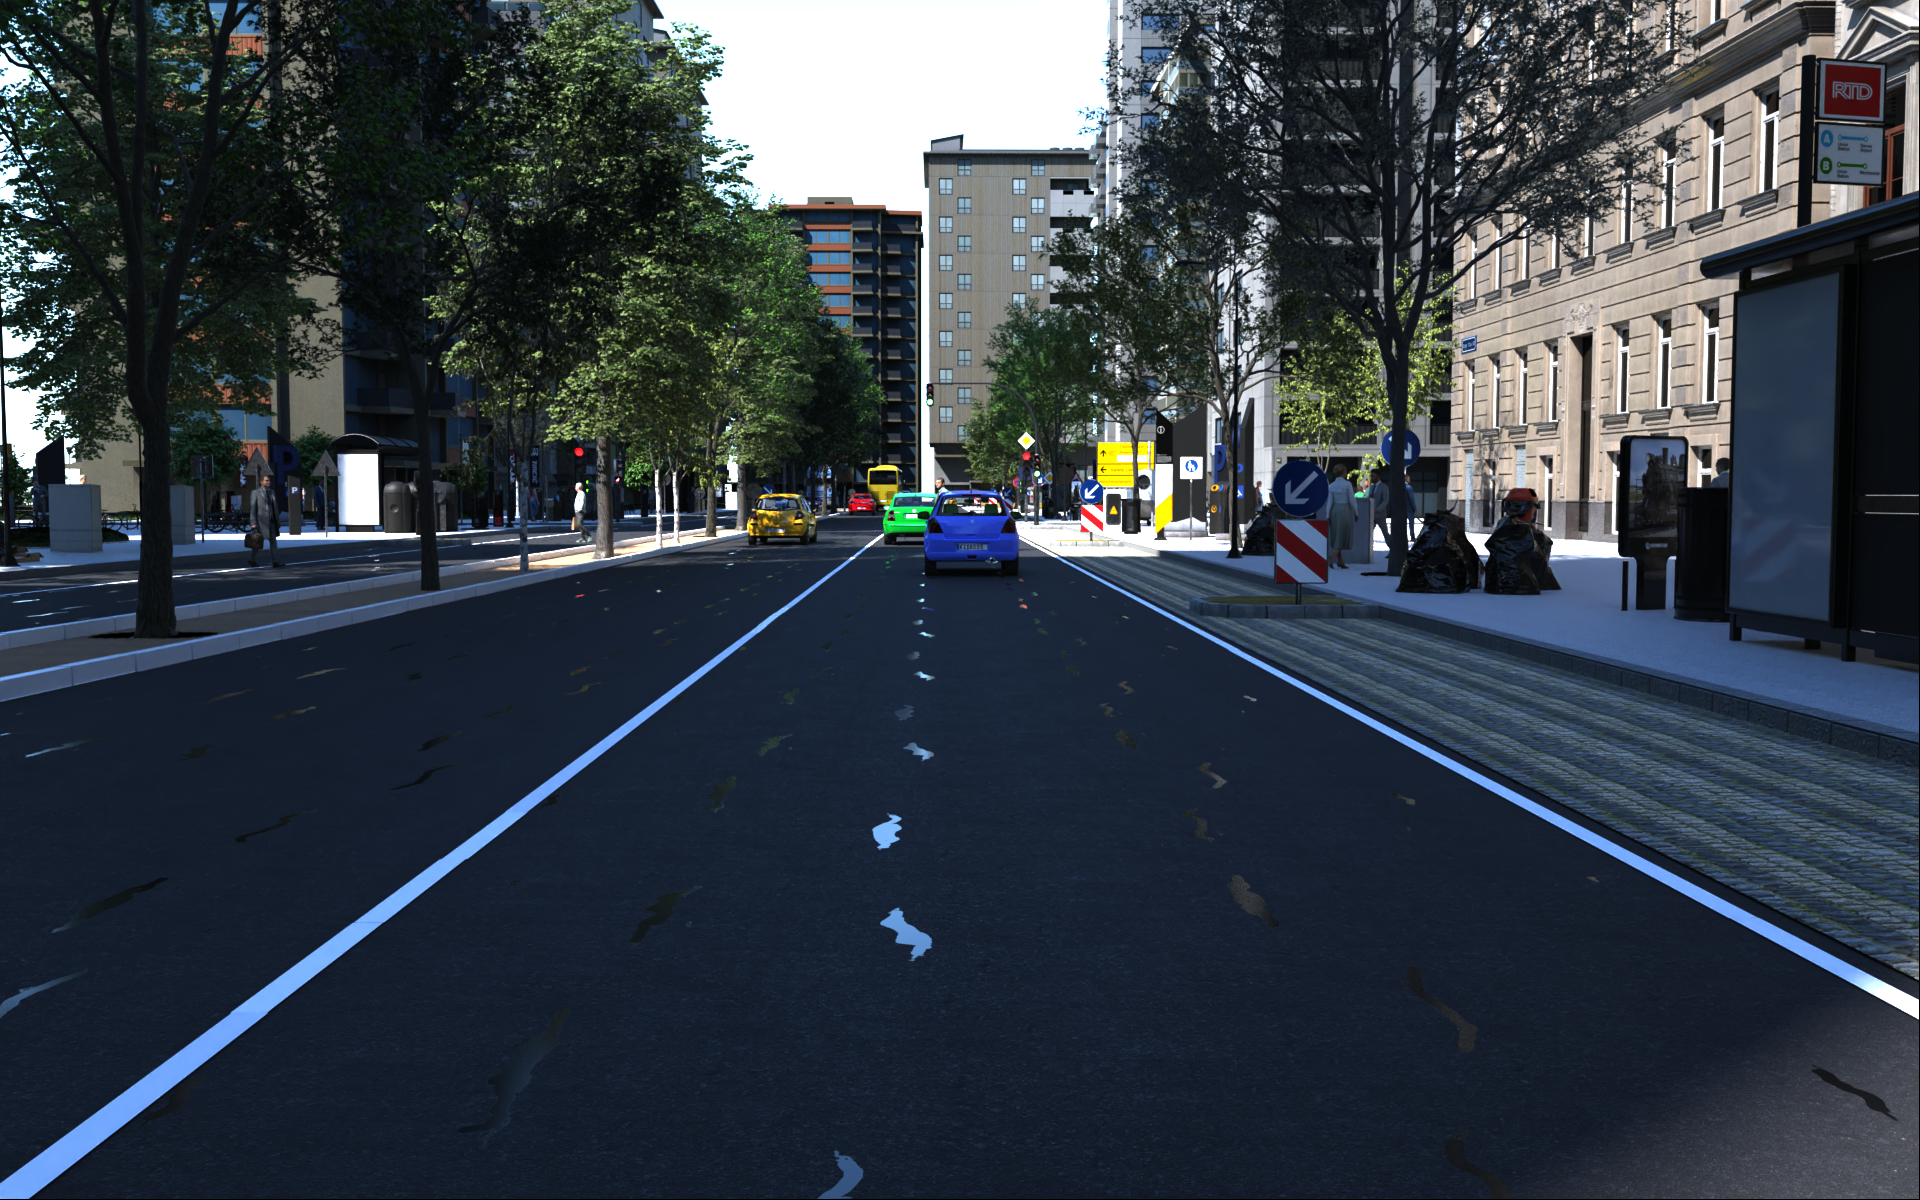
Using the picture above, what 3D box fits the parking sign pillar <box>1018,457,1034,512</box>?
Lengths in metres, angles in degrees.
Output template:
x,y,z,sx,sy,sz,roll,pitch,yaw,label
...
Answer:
x,y,z,sx,sy,sz,roll,pitch,yaw,label
4.866,-8.290,124.015,1.447,3.967,1.447,1,4,16,parking sign pillar

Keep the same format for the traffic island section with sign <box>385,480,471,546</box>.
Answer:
x,y,z,sx,sy,sz,roll,pitch,yaw,label
-14.782,-2.431,48.380,1.989,1.847,2.006,0,4,-1,traffic island section with sign

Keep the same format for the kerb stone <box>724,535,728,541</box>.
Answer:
x,y,z,sx,sy,sz,roll,pitch,yaw,label
-7.202,-1.845,52.361,0.120,0.150,1.000,0,4,-1,kerb stone

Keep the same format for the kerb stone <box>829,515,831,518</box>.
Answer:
x,y,z,sx,sy,sz,roll,pitch,yaw,label
-7.867,-4.889,102.133,0.120,0.150,1.000,0,4,-1,kerb stone

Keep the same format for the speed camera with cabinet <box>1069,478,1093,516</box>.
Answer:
x,y,z,sx,sy,sz,roll,pitch,yaw,label
7.250,-6.481,100.305,0.660,3.252,2.038,-3,5,-43,speed camera with cabinet

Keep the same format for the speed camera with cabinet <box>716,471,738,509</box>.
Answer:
x,y,z,sx,sy,sz,roll,pitch,yaw,label
-19.807,-9.306,146.488,2.038,3.252,0.660,0,4,6,speed camera with cabinet

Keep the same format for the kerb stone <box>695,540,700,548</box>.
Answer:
x,y,z,sx,sy,sz,roll,pitch,yaw,label
-7.123,-1.469,46.209,0.120,0.150,1.000,0,4,-1,kerb stone

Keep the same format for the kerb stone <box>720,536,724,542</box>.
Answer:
x,y,z,sx,sy,sz,roll,pitch,yaw,label
-7.189,-1.782,51.331,0.120,0.150,1.000,0,4,-1,kerb stone

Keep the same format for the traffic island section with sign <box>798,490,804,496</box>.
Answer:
x,y,z,sx,sy,sz,roll,pitch,yaw,label
-16.571,-10.540,180.949,1.989,1.847,2.006,0,4,-1,traffic island section with sign

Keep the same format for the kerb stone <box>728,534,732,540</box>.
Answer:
x,y,z,sx,sy,sz,roll,pitch,yaw,label
-7.227,-1.908,53.388,0.120,0.150,1.000,0,4,-1,kerb stone

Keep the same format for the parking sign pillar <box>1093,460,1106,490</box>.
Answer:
x,y,z,sx,sy,sz,roll,pitch,yaw,label
7.826,-6.646,97.128,1.447,3.967,1.447,-1,4,-10,parking sign pillar

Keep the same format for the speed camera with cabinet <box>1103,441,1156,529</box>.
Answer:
x,y,z,sx,sy,sz,roll,pitch,yaw,label
6.357,-4.294,64.536,2.038,3.252,0.660,2,4,34,speed camera with cabinet

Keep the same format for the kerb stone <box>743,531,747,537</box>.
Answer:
x,y,z,sx,sy,sz,roll,pitch,yaw,label
-7.271,-2.158,57.478,0.120,0.150,1.000,0,4,-1,kerb stone

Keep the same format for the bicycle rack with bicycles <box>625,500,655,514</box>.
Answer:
x,y,z,sx,sy,sz,roll,pitch,yaw,label
-20.658,-6.070,112.621,2.852,0.926,2.925,0,4,-6,bicycle rack with bicycles

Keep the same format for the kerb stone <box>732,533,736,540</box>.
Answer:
x,y,z,sx,sy,sz,roll,pitch,yaw,label
-7.229,-1.970,54.410,0.120,0.150,1.000,0,4,-1,kerb stone

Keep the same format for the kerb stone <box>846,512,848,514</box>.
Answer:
x,y,z,sx,sy,sz,roll,pitch,yaw,label
-8.132,-6.078,121.592,0.120,0.150,1.000,0,4,-1,kerb stone

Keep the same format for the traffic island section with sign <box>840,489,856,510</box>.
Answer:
x,y,z,sx,sy,sz,roll,pitch,yaw,label
-9.608,-8.878,153.299,2.006,1.907,1.989,0,4,-1,traffic island section with sign

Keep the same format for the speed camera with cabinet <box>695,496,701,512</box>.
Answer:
x,y,z,sx,sy,sz,roll,pitch,yaw,label
-19.671,-7.979,124.786,2.038,3.252,0.660,1,4,16,speed camera with cabinet

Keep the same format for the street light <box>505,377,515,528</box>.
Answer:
x,y,z,sx,sy,sz,roll,pitch,yaw,label
-16.665,-5.716,65.994,1.470,5.913,1.316,0,4,-1,street light

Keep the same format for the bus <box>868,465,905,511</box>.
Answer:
x,y,z,sx,sy,sz,roll,pitch,yaw,label
-6.274,-9.516,147.140,2.896,3.916,12.252,0,3,0,bus

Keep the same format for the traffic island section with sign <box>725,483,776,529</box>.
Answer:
x,y,z,sx,sy,sz,roll,pitch,yaw,label
-8.496,-3.830,70.761,2.006,1.907,1.989,0,4,-1,traffic island section with sign

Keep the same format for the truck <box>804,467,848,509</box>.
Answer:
x,y,z,sx,sy,sz,roll,pitch,yaw,label
-12.420,-10.665,164.133,2.967,4.110,18.799,0,4,1,truck

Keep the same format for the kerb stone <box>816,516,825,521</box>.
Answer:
x,y,z,sx,sy,sz,roll,pitch,yaw,label
-7.808,-4.576,97.013,0.120,0.150,1.000,0,4,-1,kerb stone

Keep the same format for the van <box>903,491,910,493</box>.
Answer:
x,y,z,sx,sy,sz,roll,pitch,yaw,label
-6.602,-12.185,206.235,2.013,2.044,4.112,0,4,-1,van

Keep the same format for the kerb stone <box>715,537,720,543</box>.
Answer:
x,y,z,sx,sy,sz,roll,pitch,yaw,label
-7.181,-1.715,50.309,0.120,0.150,1.000,0,4,-1,kerb stone

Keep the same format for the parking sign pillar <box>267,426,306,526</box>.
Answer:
x,y,z,sx,sy,sz,roll,pitch,yaw,label
-26.993,-4.943,69.298,1.447,3.967,1.447,2,4,31,parking sign pillar

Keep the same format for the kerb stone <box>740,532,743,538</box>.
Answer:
x,y,z,sx,sy,sz,roll,pitch,yaw,label
-7.260,-2.095,56.456,0.120,0.150,1.000,0,4,-1,kerb stone

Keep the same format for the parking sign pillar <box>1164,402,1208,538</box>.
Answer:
x,y,z,sx,sy,sz,roll,pitch,yaw,label
6.646,-3.843,51.301,1.447,3.967,1.447,1,4,11,parking sign pillar

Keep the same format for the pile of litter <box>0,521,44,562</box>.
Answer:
x,y,z,sx,sy,sz,roll,pitch,yaw,label
-18.063,-1.160,32.925,1.176,0.858,1.719,-1,4,-11,pile of litter

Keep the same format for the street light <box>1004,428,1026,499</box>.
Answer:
x,y,z,sx,sy,sz,roll,pitch,yaw,label
3.941,-8.868,117.527,1.470,5.913,1.316,0,4,-1,street light

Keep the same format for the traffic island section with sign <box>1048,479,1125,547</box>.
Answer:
x,y,z,sx,sy,sz,roll,pitch,yaw,label
3.450,-2.388,47.673,1.989,1.847,2.006,0,4,-1,traffic island section with sign

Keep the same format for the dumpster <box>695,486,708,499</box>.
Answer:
x,y,z,sx,sy,sz,roll,pitch,yaw,label
-21.656,-8.693,144.625,1.502,2.255,1.985,0,4,-1,dumpster

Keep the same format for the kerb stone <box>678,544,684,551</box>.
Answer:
x,y,z,sx,sy,sz,roll,pitch,yaw,label
-7.084,-1.281,43.140,0.120,0.150,1.000,0,4,-1,kerb stone

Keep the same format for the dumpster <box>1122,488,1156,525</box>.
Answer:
x,y,z,sx,sy,sz,roll,pitch,yaw,label
7.244,-3.928,69.985,1.264,1.857,1.865,0,4,-1,dumpster

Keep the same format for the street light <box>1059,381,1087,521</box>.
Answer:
x,y,z,sx,sy,sz,roll,pitch,yaw,label
4.559,-5.978,70.275,1.470,5.913,1.316,0,4,-1,street light

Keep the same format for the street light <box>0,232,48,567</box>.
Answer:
x,y,z,sx,sy,sz,roll,pitch,yaw,label
-16.313,-3.545,30.505,1.470,5.913,1.316,0,4,-1,street light

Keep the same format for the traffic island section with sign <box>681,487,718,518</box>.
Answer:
x,y,z,sx,sy,sz,roll,pitch,yaw,label
-15.528,-5.794,103.357,1.989,1.847,2.006,0,4,-1,traffic island section with sign

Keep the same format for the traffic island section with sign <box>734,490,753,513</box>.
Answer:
x,y,z,sx,sy,sz,roll,pitch,yaw,label
-15.877,-7.442,130.310,1.989,1.847,2.006,0,4,-1,traffic island section with sign

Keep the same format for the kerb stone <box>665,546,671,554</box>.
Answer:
x,y,z,sx,sy,sz,roll,pitch,yaw,label
-7.055,-1.154,41.093,0.120,0.150,1.000,0,4,-1,kerb stone

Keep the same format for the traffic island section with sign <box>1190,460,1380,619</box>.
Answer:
x,y,z,sx,sy,sz,roll,pitch,yaw,label
3.808,-0.740,20.720,1.989,1.847,2.006,0,4,-1,traffic island section with sign

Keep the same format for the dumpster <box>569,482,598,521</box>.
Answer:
x,y,z,sx,sy,sz,roll,pitch,yaw,label
-18.044,-4.747,83.367,1.264,1.857,1.865,0,4,-1,dumpster

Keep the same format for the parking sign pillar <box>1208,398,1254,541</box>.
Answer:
x,y,z,sx,sy,sz,roll,pitch,yaw,label
7.810,-3.639,47.964,1.447,3.967,1.447,1,4,20,parking sign pillar

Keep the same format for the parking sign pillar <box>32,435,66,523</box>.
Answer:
x,y,z,sx,sy,sz,roll,pitch,yaw,label
-40.976,-5.471,77.920,1.447,3.967,1.447,2,4,30,parking sign pillar

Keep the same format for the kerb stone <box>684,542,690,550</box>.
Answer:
x,y,z,sx,sy,sz,roll,pitch,yaw,label
-7.093,-1.343,44.166,0.120,0.150,1.000,0,4,-1,kerb stone

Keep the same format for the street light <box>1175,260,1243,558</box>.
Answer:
x,y,z,sx,sy,sz,roll,pitch,yaw,label
4.951,-3.788,34.480,1.470,5.913,1.316,0,4,-1,street light

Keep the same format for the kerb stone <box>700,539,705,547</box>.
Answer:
x,y,z,sx,sy,sz,roll,pitch,yaw,label
-7.137,-1.531,47.234,0.120,0.150,1.000,0,4,-1,kerb stone

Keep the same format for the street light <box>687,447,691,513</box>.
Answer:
x,y,z,sx,sy,sz,roll,pitch,yaw,label
-17.459,-8.709,114.932,1.470,5.913,1.316,0,4,-1,street light

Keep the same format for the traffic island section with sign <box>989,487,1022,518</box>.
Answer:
x,y,z,sx,sy,sz,roll,pitch,yaw,label
2.699,-5.788,103.259,1.989,1.847,2.006,0,4,-1,traffic island section with sign

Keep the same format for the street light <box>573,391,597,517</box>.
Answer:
x,y,z,sx,sy,sz,roll,pitch,yaw,label
-16.845,-6.461,78.172,1.470,5.913,1.316,0,4,-1,street light

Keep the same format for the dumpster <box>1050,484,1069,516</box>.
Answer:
x,y,z,sx,sy,sz,roll,pitch,yaw,label
5.998,-5.928,102.676,1.264,1.857,1.865,0,4,-1,dumpster

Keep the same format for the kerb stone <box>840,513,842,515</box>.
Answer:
x,y,z,sx,sy,sz,roll,pitch,yaw,label
-8.043,-5.637,114.430,0.120,0.150,1.000,0,4,-1,kerb stone

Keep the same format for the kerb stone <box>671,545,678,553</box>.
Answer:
x,y,z,sx,sy,sz,roll,pitch,yaw,label
-7.059,-1.217,42.115,0.120,0.150,1.000,0,4,-1,kerb stone

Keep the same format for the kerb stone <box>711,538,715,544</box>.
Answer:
x,y,z,sx,sy,sz,roll,pitch,yaw,label
-7.164,-1.657,49.287,0.120,0.150,1.000,0,4,-1,kerb stone

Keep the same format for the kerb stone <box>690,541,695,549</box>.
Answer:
x,y,z,sx,sy,sz,roll,pitch,yaw,label
-7.112,-1.399,45.188,0.120,0.150,1.000,0,4,-1,kerb stone

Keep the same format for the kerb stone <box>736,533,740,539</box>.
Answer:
x,y,z,sx,sy,sz,roll,pitch,yaw,label
-7.239,-2.025,55.435,0.120,0.150,1.000,0,4,-1,kerb stone

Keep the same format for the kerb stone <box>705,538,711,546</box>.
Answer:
x,y,z,sx,sy,sz,roll,pitch,yaw,label
-7.146,-1.594,48.256,0.120,0.150,1.000,0,4,-1,kerb stone
